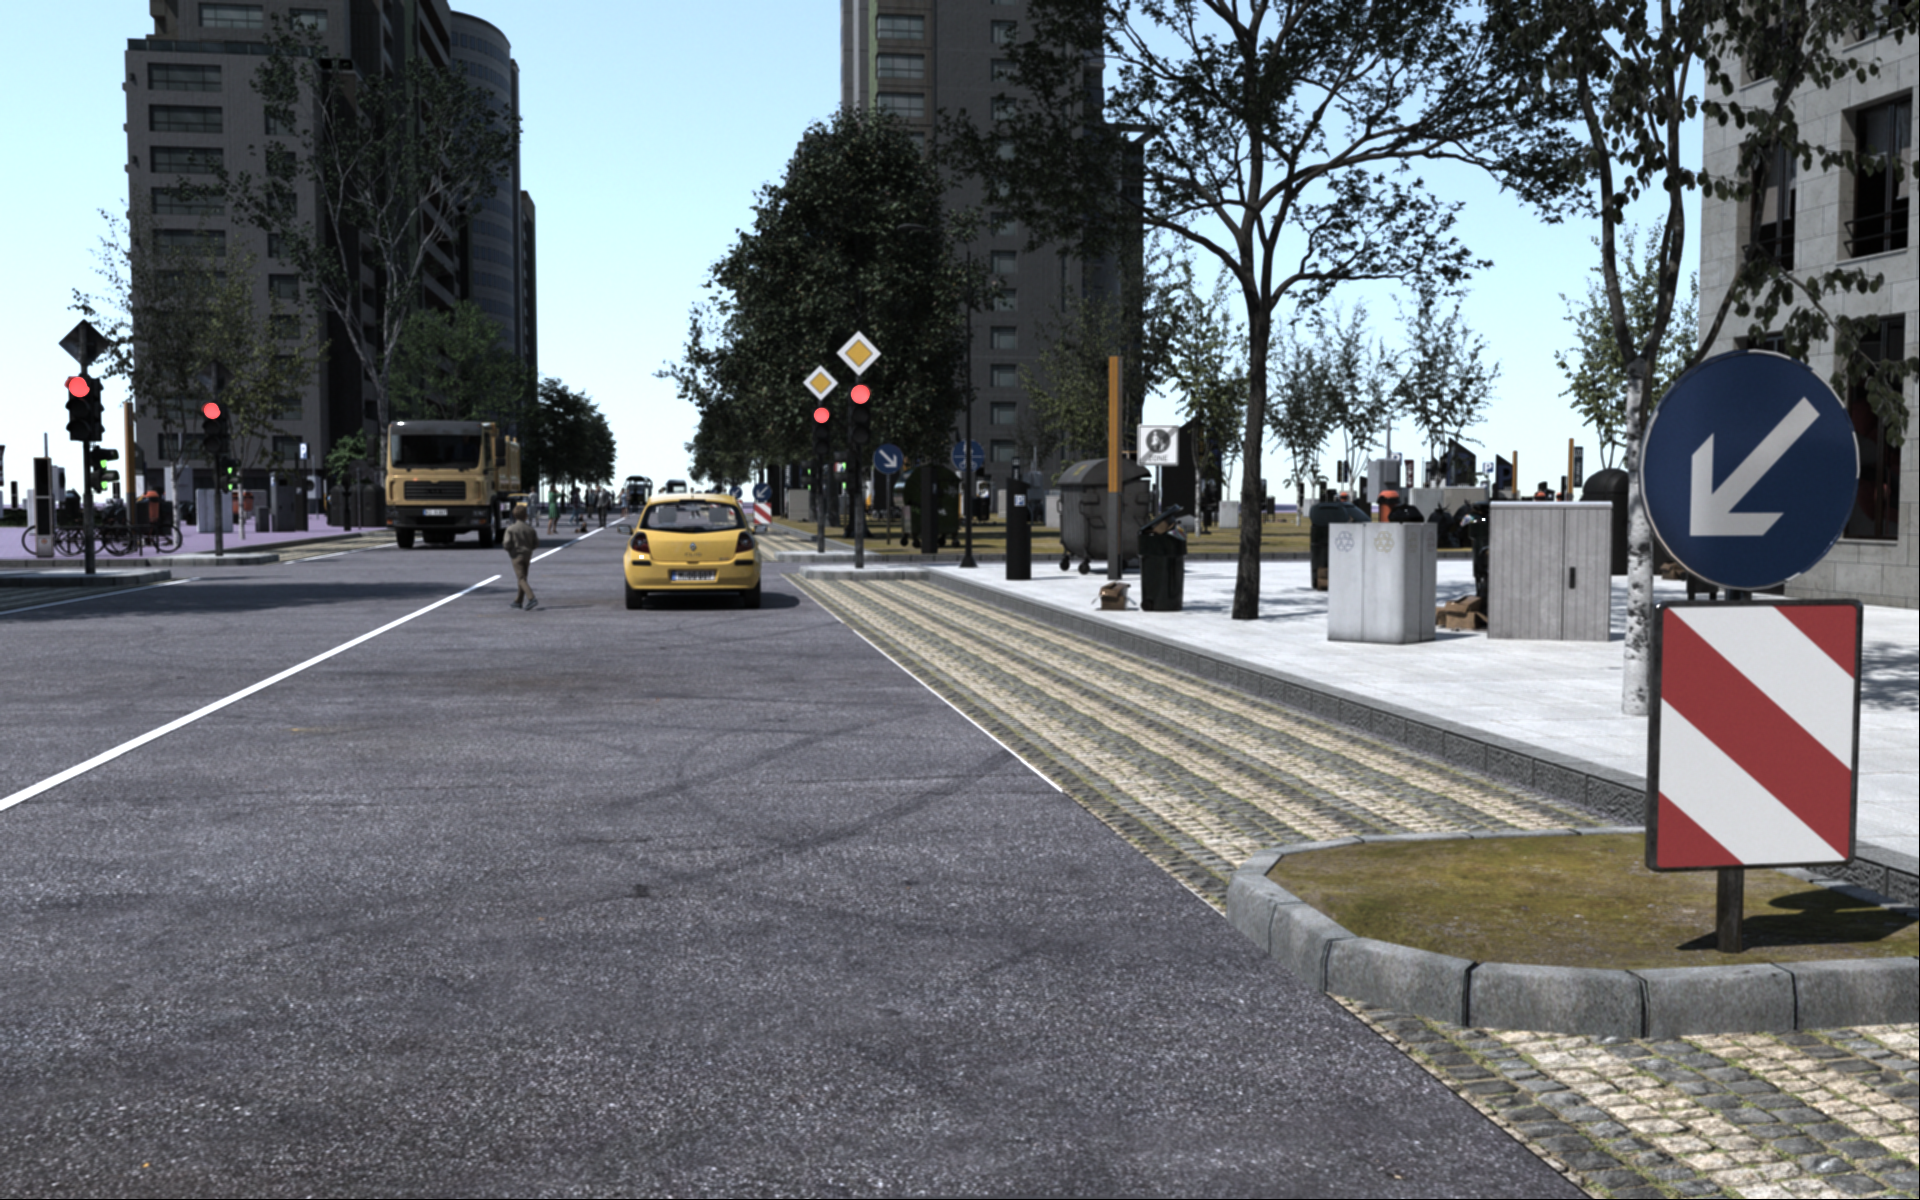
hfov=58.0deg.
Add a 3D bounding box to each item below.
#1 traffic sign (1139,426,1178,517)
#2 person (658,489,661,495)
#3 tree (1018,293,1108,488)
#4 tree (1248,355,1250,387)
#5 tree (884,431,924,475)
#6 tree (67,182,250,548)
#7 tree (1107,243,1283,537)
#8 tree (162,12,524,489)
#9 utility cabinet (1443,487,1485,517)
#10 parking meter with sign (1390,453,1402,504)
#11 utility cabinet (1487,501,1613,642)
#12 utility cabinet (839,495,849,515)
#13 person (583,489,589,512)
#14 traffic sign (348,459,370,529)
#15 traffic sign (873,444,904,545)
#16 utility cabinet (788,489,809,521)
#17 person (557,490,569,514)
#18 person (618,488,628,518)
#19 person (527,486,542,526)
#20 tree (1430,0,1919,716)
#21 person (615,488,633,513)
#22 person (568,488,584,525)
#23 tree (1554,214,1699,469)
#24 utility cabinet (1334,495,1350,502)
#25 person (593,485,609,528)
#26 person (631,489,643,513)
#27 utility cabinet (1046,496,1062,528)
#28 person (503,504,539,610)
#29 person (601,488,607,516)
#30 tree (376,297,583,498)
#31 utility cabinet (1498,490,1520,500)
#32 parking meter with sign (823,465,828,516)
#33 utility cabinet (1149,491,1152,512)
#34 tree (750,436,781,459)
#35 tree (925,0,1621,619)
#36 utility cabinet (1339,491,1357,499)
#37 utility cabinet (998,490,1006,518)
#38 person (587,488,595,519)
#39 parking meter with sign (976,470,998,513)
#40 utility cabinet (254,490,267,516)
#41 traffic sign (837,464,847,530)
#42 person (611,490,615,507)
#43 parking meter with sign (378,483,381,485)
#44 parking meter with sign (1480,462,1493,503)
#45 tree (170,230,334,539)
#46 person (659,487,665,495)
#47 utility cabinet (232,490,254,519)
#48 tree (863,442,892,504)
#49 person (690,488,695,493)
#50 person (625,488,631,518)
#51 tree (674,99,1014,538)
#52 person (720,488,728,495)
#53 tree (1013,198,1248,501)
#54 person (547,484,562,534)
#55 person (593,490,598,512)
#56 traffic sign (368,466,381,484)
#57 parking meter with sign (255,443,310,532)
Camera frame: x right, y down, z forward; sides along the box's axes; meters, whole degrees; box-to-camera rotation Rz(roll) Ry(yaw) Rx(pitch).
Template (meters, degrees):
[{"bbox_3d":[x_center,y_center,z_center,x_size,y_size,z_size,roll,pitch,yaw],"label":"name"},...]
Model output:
[{"bbox_3d":[2.903,-1.429,25.487,0.606,2.300,0.079,0,4,-5],"label":"traffic sign"},{"bbox_3d":[-25.713,-8.551,148.310,1.348,1.824,0.705,2,4,35],"label":"person"},{"bbox_3d":[4.482,-6.862,62.561,4.737,8.622,4.395,0,3,0],"label":"tree"},{"bbox_3d":[13.507,-7.284,69.463,4.360,8.622,3.978,0,3,0],"label":"tree"},{"bbox_3d":[-3.546,-9.864,111.642,4.737,8.622,4.395,0,3,0],"label":"tree"},{"bbox_3d":[-18.734,-5.546,41.043,4.360,8.622,3.978,0,3,0],"label":"tree"},{"bbox_3d":[7.366,-6.195,51.657,4.737,8.622,4.395,0,3,0],"label":"tree"},{"bbox_3d":[-24.712,-13.102,70.112,12.611,20.169,13.585,0,3,0],"label":"tree"},{"bbox_3d":[15.074,-2.640,51.836,1.173,1.500,0.318,0,4,2],"label":"utility cabinet"},{"bbox_3d":[18.542,-4.740,73.756,0.543,3.016,1.738,1,4,16],"label":"parking meter with sign"},{"bbox_3d":[5.198,-0.252,15.278,1.020,1.237,0.306,1,4,19],"label":"utility cabinet"},{"bbox_3d":[-7.054,-5.814,106.215,1.020,1.237,0.306,-3,5,-42],"label":"utility cabinet"},{"bbox_3d":[-30.259,-8.058,140.381,0.705,1.807,1.348,1,4,9],"label":"person"},{"bbox_3d":[-21.757,-3.829,62.702,0.768,2.556,0.104,0,4,-4],"label":"traffic sign"},{"bbox_3d":[-1.807,-2.668,43.732,0.768,2.556,0.104,0,4,0],"label":"traffic sign"},{"bbox_3d":[-7.613,-4.535,82.830,1.173,1.500,0.318,-1,4,-14],"label":"utility cabinet"},{"bbox_3d":[-28.095,-6.929,122.306,1.217,1.766,0.721,1,4,23],"label":"person"},{"bbox_3d":[-20.249,-5.829,103.896,0.616,1.811,0.778,-2,4,-34],"label":"person"},{"bbox_3d":[-18.896,-4.146,76.632,0.694,1.780,0.624,-2,4,-28],"label":"person"},{"bbox_3d":[3.897,-3.623,9.592,4.360,8.622,3.978,0,3,0],"label":"tree"},{"bbox_3d":[-25.142,-7.424,129.520,1.348,1.869,0.705,-2,4,-25],"label":"person"},{"bbox_3d":[-17.617,-4.291,79.497,0.643,1.720,0.563,1,4,11],"label":"person"},{"bbox_3d":[18.280,-5.816,45.453,4.737,8.622,4.395,0,3,0],"label":"tree"},{"bbox_3d":[21.748,-5.329,98.294,1.020,1.237,0.306,-1,4,-14],"label":"utility cabinet"},{"bbox_3d":[-15.161,-3.946,73.195,0.592,1.802,0.473,1,4,20],"label":"person"},{"bbox_3d":[-24.107,-7.337,128.476,1.348,1.822,0.705,-2,4,-33],"label":"person"},{"bbox_3d":[3.752,-3.375,66.344,0.306,1.237,1.020,-3,5,-44],"label":"utility cabinet"},{"bbox_3d":[-5.446,-0.531,21.456,0.640,1.303,0.475,3,4,37],"label":"person"},{"bbox_3d":[-22.811,-6.235,110.650,0.583,1.804,0.606,0,4,-3],"label":"person"},{"bbox_3d":[-26.801,-10.090,90.722,9.928,11.665,9.643,0,3,0],"label":"tree"},{"bbox_3d":[30.521,-5.364,96.383,1.173,1.500,0.318,0,4,1],"label":"utility cabinet"},{"bbox_3d":[-8.149,-6.577,103.795,0.543,3.016,1.738,-1,4,-13],"label":"parking meter with sign"},{"bbox_3d":[12.295,-6.446,114.069,1.173,1.500,0.318,-3,4,-38],"label":"utility cabinet"},{"bbox_3d":[-11.572,-9.722,109.313,4.737,8.622,4.395,0,3,0],"label":"tree"},{"bbox_3d":[3.277,-5.085,17.559,7.601,10.594,8.767,-1,4,-13],"label":"tree"},{"bbox_3d":[24.688,-6.211,110.228,0.318,1.500,1.173,-3,5,-41],"label":"utility cabinet"},{"bbox_3d":[2.588,-5.058,91.374,1.173,1.500,0.318,2,4,29],"label":"utility cabinet"},{"bbox_3d":[-20.824,-5.416,97.538,0.515,1.767,0.782,0,4,1],"label":"person"},{"bbox_3d":[1.939,-7.239,114.620,1.738,3.016,0.543,1,4,18],"label":"parking meter with sign"},{"bbox_3d":[-40.333,-5.546,99.357,0.318,1.500,1.173,2,4,28],"label":"utility cabinet"},{"bbox_3d":[-3.805,-3.399,57.709,0.606,2.300,0.079,0,4,-5],"label":"traffic sign"},{"bbox_3d":[-37.018,-10.759,184.278,0.599,1.838,0.709,-2,4,-28],"label":"person"},{"bbox_3d":[-35.843,-6.662,105.183,1.738,3.016,0.543,1,4,11],"label":"parking meter with sign"},{"bbox_3d":[28.678,-6.016,94.618,0.543,3.016,1.738,2,4,27],"label":"parking meter with sign"},{"bbox_3d":[-20.103,-6.007,48.570,4.737,8.622,4.395,0,3,0],"label":"tree"},{"bbox_3d":[-14.586,-4.637,84.669,0.624,1.780,0.694,-3,5,-41],"label":"person"},{"bbox_3d":[-36.449,-4.838,87.784,1.173,1.500,0.318,2,4,30],"label":"utility cabinet"},{"bbox_3d":[-5.127,-8.886,95.644,4.360,8.622,3.978,0,3,0],"label":"tree"},{"bbox_3d":[-15.784,-5.778,102.994,0.620,1.820,0.660,-3,5,-44],"label":"person"},{"bbox_3d":[-20.218,-5.909,105.454,0.374,1.781,0.599,2,4,35],"label":"person"},{"bbox_3d":[-3.073,-8.177,50.697,9.611,12.733,9.660,0,3,0],"label":"tree"},{"bbox_3d":[-12.478,-5.074,91.939,0.782,1.767,0.515,1,4,14],"label":"person"},{"bbox_3d":[3.990,-5.583,41.653,4.360,8.622,3.978,0,3,0],"label":"tree"},{"bbox_3d":[-14.533,-3.245,61.798,0.600,1.795,0.529,3,5,43],"label":"person"},{"bbox_3d":[-28.517,-7.740,135.585,0.617,1.759,0.750,-1,4,-10],"label":"person"},{"bbox_3d":[-26.278,-4.765,78.016,0.768,2.556,0.104,0,4,-3],"label":"traffic sign"},{"bbox_3d":[-22.966,-3.816,58.660,0.543,3.016,1.738,3,5,44],"label":"parking meter with sign"}]
